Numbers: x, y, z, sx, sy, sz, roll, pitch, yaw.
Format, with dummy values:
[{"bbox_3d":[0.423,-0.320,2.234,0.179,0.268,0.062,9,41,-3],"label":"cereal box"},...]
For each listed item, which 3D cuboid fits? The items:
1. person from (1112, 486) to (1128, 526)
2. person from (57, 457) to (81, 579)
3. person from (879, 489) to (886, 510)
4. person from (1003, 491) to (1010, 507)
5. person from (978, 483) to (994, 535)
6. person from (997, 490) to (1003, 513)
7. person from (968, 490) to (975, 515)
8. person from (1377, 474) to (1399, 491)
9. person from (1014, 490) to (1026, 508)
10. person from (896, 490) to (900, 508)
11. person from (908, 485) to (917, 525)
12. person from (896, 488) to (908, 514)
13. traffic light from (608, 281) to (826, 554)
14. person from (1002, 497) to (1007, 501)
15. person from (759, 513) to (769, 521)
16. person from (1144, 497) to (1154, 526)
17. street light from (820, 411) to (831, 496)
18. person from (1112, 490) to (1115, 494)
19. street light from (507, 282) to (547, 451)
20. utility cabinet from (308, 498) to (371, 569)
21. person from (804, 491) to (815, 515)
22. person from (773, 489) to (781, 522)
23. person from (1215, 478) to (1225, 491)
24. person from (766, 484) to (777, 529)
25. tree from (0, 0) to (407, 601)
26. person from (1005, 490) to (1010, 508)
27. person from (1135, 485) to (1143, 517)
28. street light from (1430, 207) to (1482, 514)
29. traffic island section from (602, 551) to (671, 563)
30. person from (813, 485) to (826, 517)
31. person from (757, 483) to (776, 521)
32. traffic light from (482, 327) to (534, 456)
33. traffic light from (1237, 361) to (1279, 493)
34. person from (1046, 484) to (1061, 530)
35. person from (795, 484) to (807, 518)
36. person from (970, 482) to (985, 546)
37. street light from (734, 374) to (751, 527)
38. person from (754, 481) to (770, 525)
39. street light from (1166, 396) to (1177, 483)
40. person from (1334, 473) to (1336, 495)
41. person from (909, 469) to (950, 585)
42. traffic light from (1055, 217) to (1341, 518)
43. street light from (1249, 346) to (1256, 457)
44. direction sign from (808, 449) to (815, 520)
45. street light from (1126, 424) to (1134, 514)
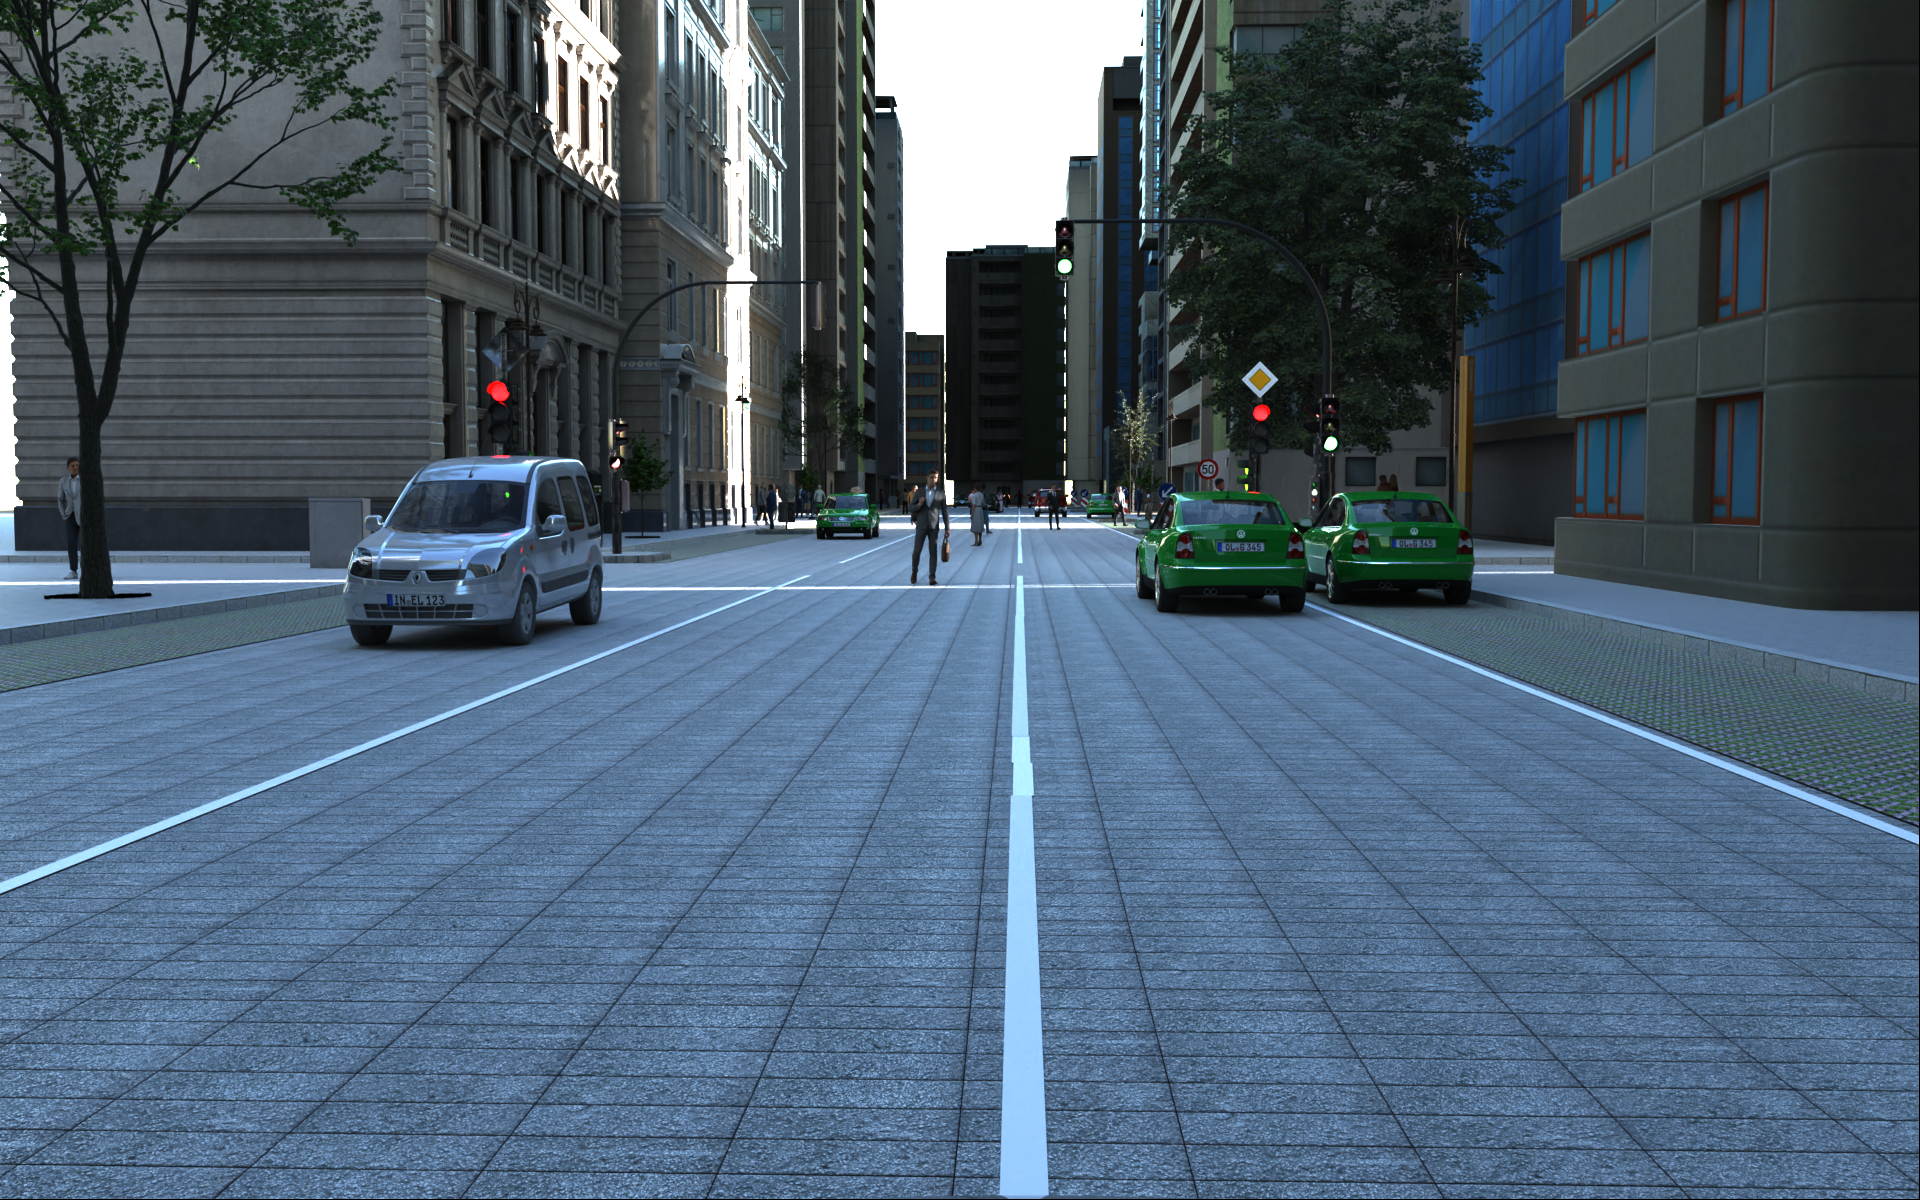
[{"bbox_3d":[7.123,-4.166,77.017,0.661,1.777,0.834,-2,4,-33],"label":"person"},{"bbox_3d":[-13.383,-1.253,26.373,0.661,1.843,0.795,0,4,-2],"label":"person"},{"bbox_3d":[-6.372,-8.264,141.840,0.721,1.739,1.217,-2,4,-26],"label":"person"},{"bbox_3d":[4.949,-10.884,186.470,0.705,1.822,1.348,3,5,44],"label":"person"},{"bbox_3d":[0.776,-3.178,60.446,0.713,1.824,0.794,-2,4,-30],"label":"person"},{"bbox_3d":[3.099,-7.620,133.750,0.551,1.740,0.621,0,4,8],"label":"person"},{"bbox_3d":[0.901,-6.726,119.404,0.756,1.711,0.436,-3,4,-37],"label":"person"},{"bbox_3d":[11.794,-2.548,47.681,0.580,1.828,0.573,0,4,-1],"label":"person"},{"bbox_3d":[5.952,-10.057,172.898,1.348,1.831,0.705,1,4,22],"label":"person"},{"bbox_3d":[-5.658,-9.147,157.071,0.593,1.643,0.415,3,5,39],"label":"person"},{"bbox_3d":[-2.075,-4.357,79.656,0.656,1.842,0.836,0,4,-6],"label":"person"},{"bbox_3d":[-3.828,-6.894,121.222,1.348,1.823,0.705,0,4,-1],"label":"person"},{"bbox_3d":[-5.256,-3.816,37.067,4.771,5.953,1.251,0,4,2],"label":"traffic light"},{"bbox_3d":[4.219,-9.979,174.915,1.065,1.426,0.557,1,4,9],"label":"person"},{"bbox_3d":[-9.254,-4.385,82.015,0.475,1.303,0.640,2,4,28],"label":"person"},{"bbox_3d":[7.484,-3.422,68.716,0.640,1.303,0.475,3,5,40],"label":"person"},{"bbox_3d":[-7.467,-7.544,96.125,0.468,5.910,1.993,0,4,2],"label":"street light"},{"bbox_3d":[12.001,-7.849,135.835,0.415,1.643,0.593,-1,4,-19],"label":"person"},{"bbox_3d":[-9.428,-3.980,37.858,0.468,5.910,1.993,0,4,2],"label":"street light"},{"bbox_3d":[-10.721,-1.150,29.971,1.020,1.237,0.306,1,4,11],"label":"utility cabinet"},{"bbox_3d":[-8.981,-5.973,103.680,0.713,1.824,0.794,1,4,9],"label":"person"},{"bbox_3d":[-8.362,-4.264,78.354,0.503,1.515,0.523,-1,4,-21],"label":"person"},{"bbox_3d":[5.856,-1.885,39.590,0.850,1.792,0.678,1,4,12],"label":"person"},{"bbox_3d":[-7.106,-3.459,65.232,0.419,1.800,0.721,0,4,-4],"label":"person"},{"bbox_3d":[-10.617,-5.839,21.216,9.928,11.665,9.643,0,3,0],"label":"tree"},{"bbox_3d":[4.991,-10.668,182.886,0.705,1.831,1.348,1,4,15],"label":"person"},{"bbox_3d":[10.121,-5.614,98.010,0.419,1.800,0.721,1,4,17],"label":"person"},{"bbox_3d":[8.041,-3.392,28.242,0.468,5.910,1.993,0,4,2],"label":"street light"},{"bbox_3d":[-7.389,-0.915,37.240,2.009,0.180,2.903,0,4,2],"label":"traffic island section"},{"bbox_3d":[-7.379,-5.208,91.674,0.782,1.767,0.515,-2,4,-32],"label":"person"},{"bbox_3d":[-9.330,-4.744,83.819,0.699,1.804,1.509,2,4,33],"label":"person"},{"bbox_3d":[-7.622,-2.459,29.123,0.839,4.253,0.868,0,4,2],"label":"traffic light"},{"bbox_3d":[6.304,-2.919,36.655,0.839,4.253,0.868,0,4,2],"label":"traffic light"},{"bbox_3d":[3.779,-3.729,69.241,0.659,1.850,0.755,-1,4,-17],"label":"person"},{"bbox_3d":[-8.427,-5.202,91.271,0.721,1.800,0.419,1,4,20],"label":"person"},{"bbox_3d":[0.420,-2.367,47.767,0.524,1.755,0.480,3,4,38],"label":"person"},{"bbox_3d":[-8.344,-5.737,66.591,0.468,5.910,1.993,0,4,2],"label":"street light"},{"bbox_3d":[-8.103,-3.959,70.957,0.728,1.800,0.709,0,4,-8],"label":"person"},{"bbox_3d":[9.989,-6.684,82.078,0.468,5.910,1.993,0,4,2],"label":"street light"},{"bbox_3d":[9.564,-2.392,45.009,0.748,1.841,0.638,3,5,42],"label":"person"},{"bbox_3d":[-0.491,-1.158,27.403,0.622,1.834,0.822,-1,4,-13],"label":"person"},{"bbox_3d":[3.938,-3.299,28.604,4.771,5.953,1.251,0,4,2],"label":"traffic light"},{"bbox_3d":[8.942,-4.927,53.344,0.468,5.910,1.993,0,4,2],"label":"street light"},{"bbox_3d":[-7.475,-5.828,87.289,0.379,3.537,0.876,0,4,-3],"label":"direction sign"},{"bbox_3d":[10.918,-8.474,111.337,0.468,5.910,1.993,0,4,2],"label":"street light"}]
